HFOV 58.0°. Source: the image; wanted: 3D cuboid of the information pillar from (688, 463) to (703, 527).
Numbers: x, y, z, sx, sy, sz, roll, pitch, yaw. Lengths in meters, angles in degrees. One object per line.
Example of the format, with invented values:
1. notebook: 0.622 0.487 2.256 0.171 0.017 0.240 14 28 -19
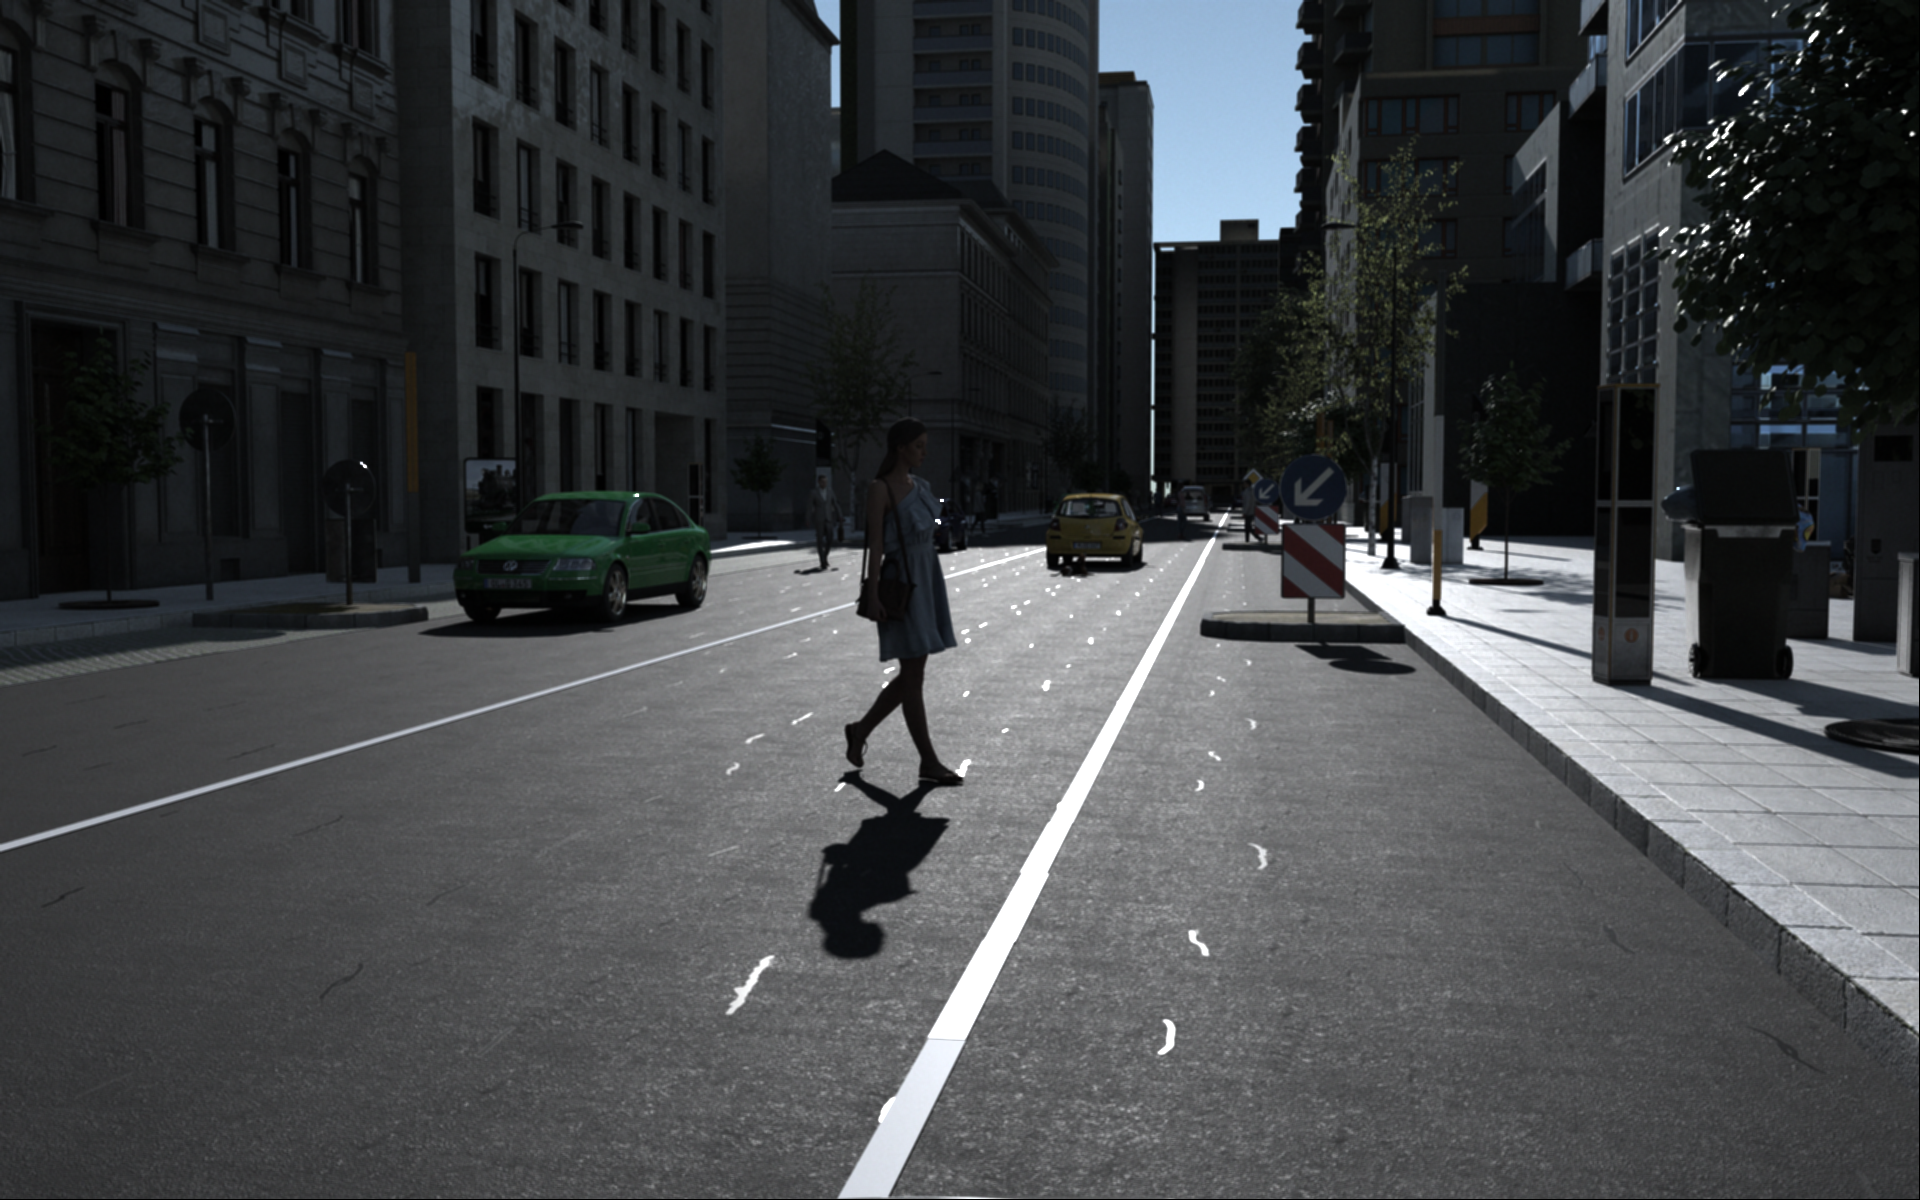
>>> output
1. information pillar: -6.232 -2.223 40.840 0.304 2.012 0.304 0 4 4

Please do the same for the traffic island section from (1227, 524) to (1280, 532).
1. traffic island section: 11.243 -2.696 66.356 2.009 0.180 2.903 1 4 9

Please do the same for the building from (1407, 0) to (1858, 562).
1. building: 25.022 -44.738 44.131 22.319 86.520 31.000 1 4 9

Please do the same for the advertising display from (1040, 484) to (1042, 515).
1. advertising display: 5.066 -6.296 108.149 0.123 1.923 0.974 0 4 3

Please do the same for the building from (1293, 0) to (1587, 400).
1. building: 34.953 -28.582 121.938 22.147 44.769 28.867 1 4 9

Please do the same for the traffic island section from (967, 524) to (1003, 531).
1. traffic island section: 0.390 -2.802 68.091 2.009 0.180 2.903 1 4 9

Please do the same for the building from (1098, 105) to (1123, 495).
1. building: 8.900 -36.139 214.579 21.600 48.544 21.300 1 4 9

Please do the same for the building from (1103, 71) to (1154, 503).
1. building: 13.084 -43.093 246.573 28.212 58.520 21.231 1 4 9

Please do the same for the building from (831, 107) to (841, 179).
1. building: -16.911 -36.598 217.982 30.456 49.044 23.786 1 4 9

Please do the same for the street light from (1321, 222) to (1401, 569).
1. street light: 6.874 -3.497 29.713 1.470 5.913 1.316 1 4 9

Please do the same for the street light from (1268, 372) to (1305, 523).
1. street light: 12.557 -5.717 66.020 1.470 5.913 1.316 1 4 9

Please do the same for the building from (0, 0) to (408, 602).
1. building: -15.805 -10.587 22.243 9.793 20.994 18.267 1 4 9

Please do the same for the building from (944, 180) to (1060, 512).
1. building: -1.805 -18.394 134.021 16.112 22.955 30.059 1 4 9

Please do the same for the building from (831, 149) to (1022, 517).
1. building: -4.221 -15.163 98.821 10.553 20.767 40.483 1 4 9

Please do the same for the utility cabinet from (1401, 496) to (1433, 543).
1. utility cabinet: 12.010 -2.098 45.462 1.020 1.237 0.306 -3 4 -39

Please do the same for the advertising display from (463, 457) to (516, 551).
1. advertising display: -8.261 -1.554 30.625 0.974 1.923 0.123 -1 4 -17

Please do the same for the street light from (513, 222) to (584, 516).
1. street light: -7.105 -3.500 29.768 1.470 5.913 1.316 1 4 9

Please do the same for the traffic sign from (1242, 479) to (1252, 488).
1. traffic sign: 12.480 -4.313 74.167 0.795 2.450 0.064 1 4 9

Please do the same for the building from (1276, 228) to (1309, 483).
1. building: 41.563 -25.477 188.243 14.160 30.474 14.107 1 4 9

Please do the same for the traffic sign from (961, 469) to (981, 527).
1. traffic sign: 0.414 -3.938 68.025 0.795 2.450 0.064 1 4 9

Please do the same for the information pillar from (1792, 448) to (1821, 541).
1. information pillar: 13.553 -1.425 27.790 0.304 2.012 0.304 -2 4 -26

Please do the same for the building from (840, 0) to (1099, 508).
1. building: 1.574 -38.130 165.424 21.231 58.520 28.212 1 4 9

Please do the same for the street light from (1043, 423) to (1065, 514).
1. street light: 6.159 -8.575 112.747 1.470 5.913 1.316 1 4 9

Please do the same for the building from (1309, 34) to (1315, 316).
1. building: 42.626 -44.646 168.208 20.563 71.187 20.611 1 4 9

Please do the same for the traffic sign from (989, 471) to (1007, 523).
1. traffic sign: 1.676 -4.420 75.911 0.795 2.450 0.064 1 4 9

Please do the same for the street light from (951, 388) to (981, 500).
1. street light: 0.209 -6.325 75.962 1.470 5.913 1.316 1 4 9

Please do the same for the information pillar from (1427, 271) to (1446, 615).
1. information pillar: 5.102 -1.658 18.463 0.183 3.616 0.504 1 4 13

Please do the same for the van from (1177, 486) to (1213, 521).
1. van: 12.663 -5.310 93.826 2.013 2.044 4.112 1 4 10

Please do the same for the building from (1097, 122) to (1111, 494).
1. building: 8.613 -30.741 186.213 14.154 41.232 14.086 1 4 9

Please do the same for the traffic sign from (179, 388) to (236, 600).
1. traffic sign: -9.067 -1.269 20.855 0.768 2.556 0.104 1 4 12

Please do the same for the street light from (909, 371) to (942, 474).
1. street light: -1.364 -5.697 65.692 1.470 5.913 1.316 1 4 9

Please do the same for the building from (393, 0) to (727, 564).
1. building: -12.943 -11.342 40.201 10.420 20.320 16.860 1 4 9

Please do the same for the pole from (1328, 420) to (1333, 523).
1. pole: 10.229 -3.309 47.951 0.158 3.312 0.155 0 3 0

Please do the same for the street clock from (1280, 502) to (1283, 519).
1. street clock: 16.578 -5.155 88.857 0.358 2.002 0.471 3 5 43

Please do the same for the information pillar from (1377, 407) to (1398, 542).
1. information pillar: 11.391 -3.347 46.073 0.183 3.616 0.504 -3 4 -37

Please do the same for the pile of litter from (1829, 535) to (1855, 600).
1. pile of litter: 11.067 -0.477 21.764 1.176 0.858 1.719 3 5 40

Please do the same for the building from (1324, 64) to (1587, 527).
1. building: 32.818 -14.532 82.636 28.899 21.520 27.650 1 4 9

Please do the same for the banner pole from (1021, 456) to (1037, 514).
1. banner pole: 4.410 -7.580 113.943 0.863 3.779 0.401 -2 4 -33

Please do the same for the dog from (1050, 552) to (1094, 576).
1. dog: 1.966 -0.625 30.413 0.748 0.427 0.550 1 4 12

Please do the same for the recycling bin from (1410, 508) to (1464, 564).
1. recycling bin: 8.814 -1.190 32.012 0.722 1.027 0.722 -1 4 -15

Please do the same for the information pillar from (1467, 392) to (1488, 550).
1. information pillar: 11.914 -2.960 39.750 0.183 3.616 0.504 -2 4 -26

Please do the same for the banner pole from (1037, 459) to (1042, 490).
1. banner pole: 5.454 -8.068 121.932 0.863 3.779 0.401 0 4 6

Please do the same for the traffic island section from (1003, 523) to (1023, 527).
1. traffic island section: 1.652 -3.284 75.976 2.009 0.180 2.903 1 4 9

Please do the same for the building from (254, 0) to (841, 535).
1. building: -14.337 -13.095 63.260 18.267 20.994 9.793 1 4 9

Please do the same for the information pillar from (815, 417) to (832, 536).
1. information pillar: -4.170 -3.764 52.894 0.504 3.616 0.183 1 4 19

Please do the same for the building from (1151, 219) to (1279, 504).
1. building: 39.779 -34.022 248.141 23.993 40.220 32.217 1 4 9

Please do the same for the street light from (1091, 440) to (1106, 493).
1. street light: 11.831 -10.773 148.681 1.470 5.913 1.316 1 4 9

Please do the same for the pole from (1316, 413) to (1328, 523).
1. pole: 9.041 -3.036 43.483 0.158 3.312 0.155 0 3 0

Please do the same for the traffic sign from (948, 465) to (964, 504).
1. traffic sign: -0.102 -4.737 77.452 0.884 2.594 0.081 1 4 14

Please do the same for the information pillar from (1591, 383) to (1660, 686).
1. information pillar: 4.485 -0.440 11.685 0.304 2.012 0.304 0 4 -2

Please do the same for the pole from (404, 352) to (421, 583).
1. pole: -7.905 -1.905 24.991 0.158 3.312 0.155 0 3 0

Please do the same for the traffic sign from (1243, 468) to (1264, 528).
1. traffic sign: 11.218 -3.831 66.282 0.795 2.450 0.064 1 4 9

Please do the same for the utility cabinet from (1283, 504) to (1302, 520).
1. utility cabinet: 16.600 -4.595 86.284 1.020 1.237 0.306 3 5 40
